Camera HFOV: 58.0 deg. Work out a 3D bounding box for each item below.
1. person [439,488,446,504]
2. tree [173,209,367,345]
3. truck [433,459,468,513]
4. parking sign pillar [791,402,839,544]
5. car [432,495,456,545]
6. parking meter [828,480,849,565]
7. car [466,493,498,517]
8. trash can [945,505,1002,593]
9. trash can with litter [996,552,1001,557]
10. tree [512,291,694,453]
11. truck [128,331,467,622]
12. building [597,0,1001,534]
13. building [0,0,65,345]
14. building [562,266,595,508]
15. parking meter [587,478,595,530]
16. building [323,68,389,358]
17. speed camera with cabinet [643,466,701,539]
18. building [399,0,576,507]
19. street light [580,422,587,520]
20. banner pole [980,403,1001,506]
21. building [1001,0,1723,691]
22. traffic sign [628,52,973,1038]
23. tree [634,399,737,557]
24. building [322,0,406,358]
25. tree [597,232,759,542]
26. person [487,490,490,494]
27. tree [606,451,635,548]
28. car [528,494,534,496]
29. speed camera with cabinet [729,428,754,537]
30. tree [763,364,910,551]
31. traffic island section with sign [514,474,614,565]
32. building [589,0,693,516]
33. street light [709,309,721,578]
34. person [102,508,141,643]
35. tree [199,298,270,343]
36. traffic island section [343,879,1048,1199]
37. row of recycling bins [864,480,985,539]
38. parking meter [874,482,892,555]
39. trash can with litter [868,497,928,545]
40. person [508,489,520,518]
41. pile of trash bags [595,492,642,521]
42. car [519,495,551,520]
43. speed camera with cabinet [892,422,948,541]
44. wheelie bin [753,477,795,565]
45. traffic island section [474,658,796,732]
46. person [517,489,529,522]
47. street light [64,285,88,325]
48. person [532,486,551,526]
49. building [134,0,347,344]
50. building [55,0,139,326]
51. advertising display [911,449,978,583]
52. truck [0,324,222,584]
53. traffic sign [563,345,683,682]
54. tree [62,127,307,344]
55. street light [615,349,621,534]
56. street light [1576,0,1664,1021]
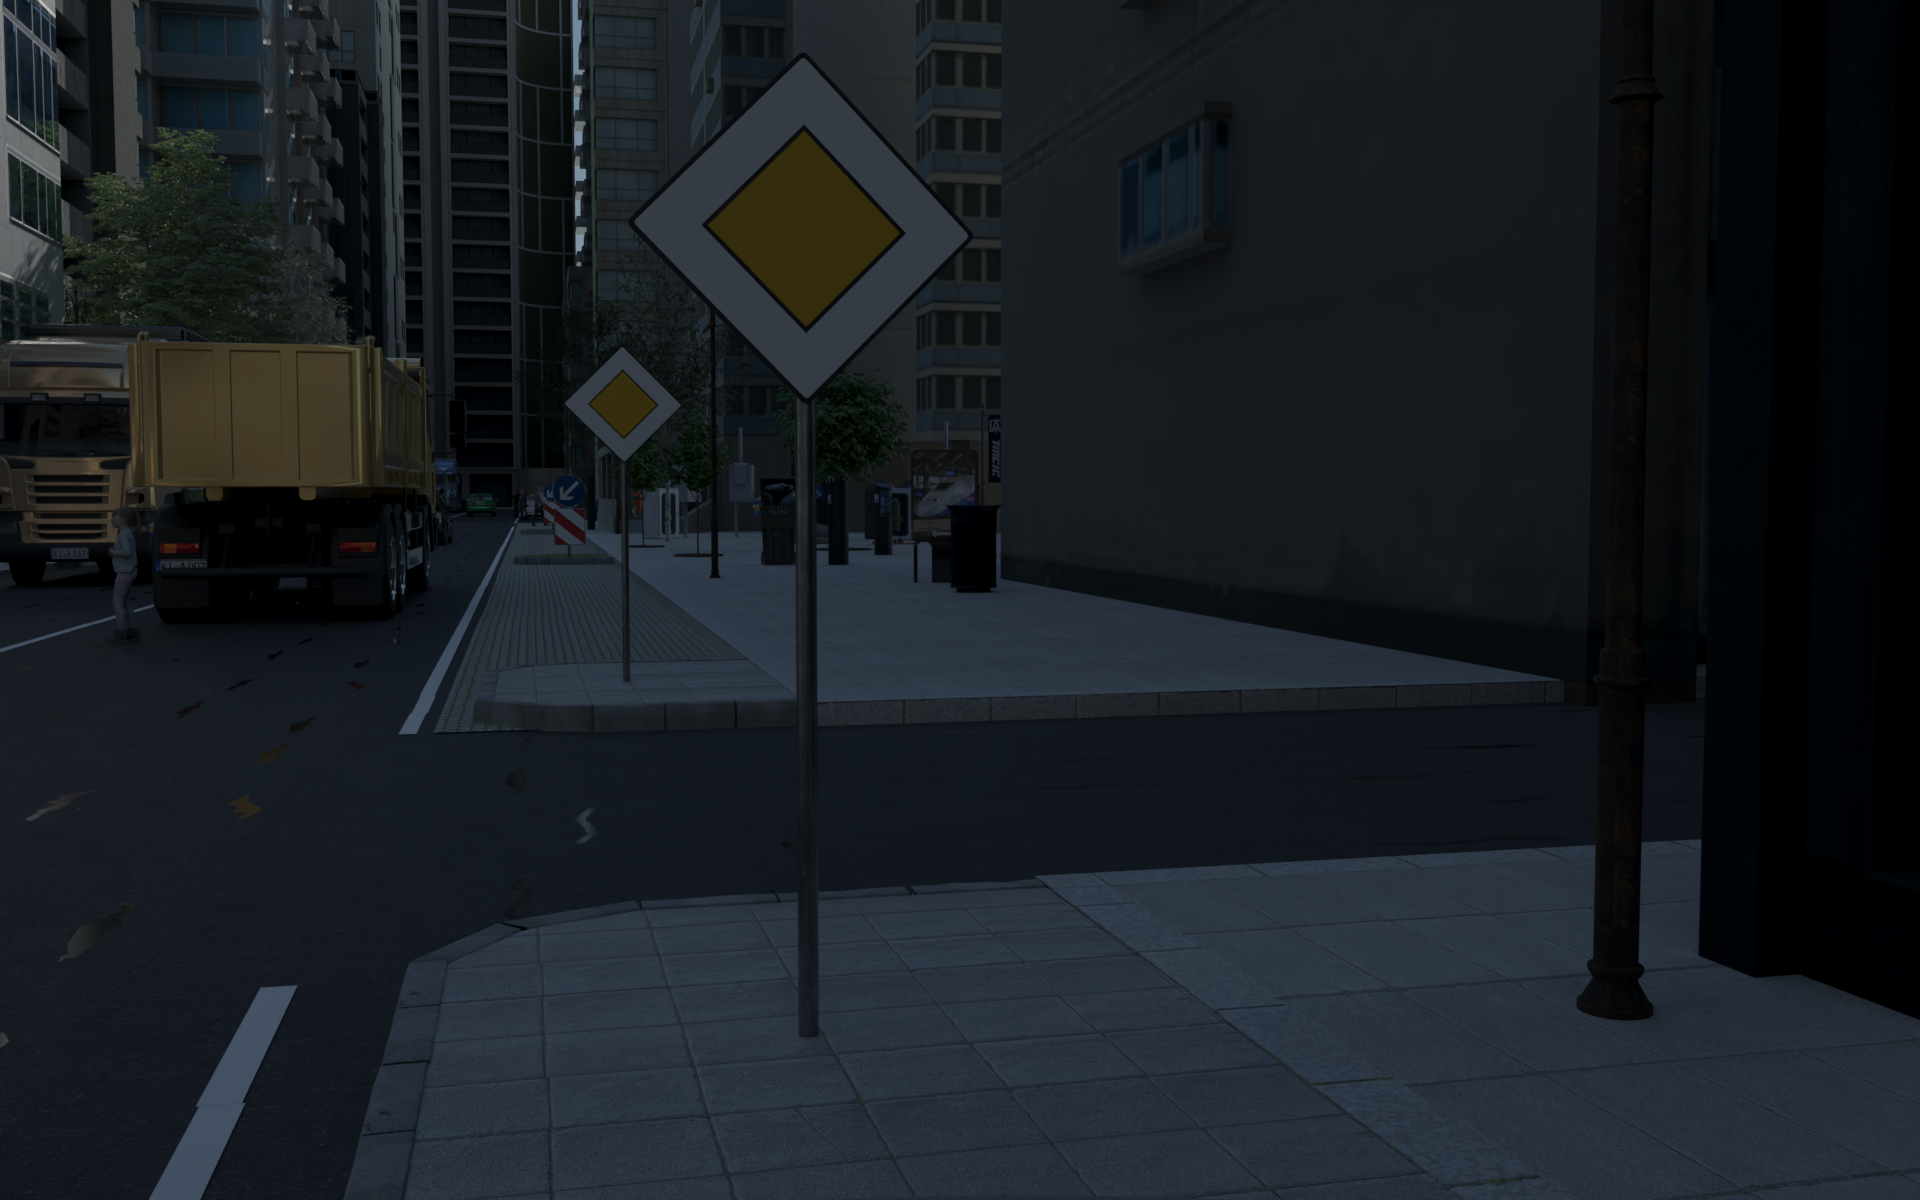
[{"bbox_3d":[-27.420,-5.068,92.087,0.721,1.735,1.217,-1,4,-14],"label":"person"},{"bbox_3d":[-30.225,-10.106,75.607,12.009,13.543,11.850,0,3,0],"label":"tree"},{"bbox_3d":[-40.556,-9.000,136.913,2.967,4.110,18.799,-1,4,-12],"label":"truck"},{"bbox_3d":[-3.721,-3.450,44.875,1.447,3.967,1.447,0,4,-3],"label":"parking sign pillar"},{"bbox_3d":[-15.521,-2.440,49.681,2.009,1.686,4.222,-1,4,-13],"label":"car"},{"bbox_3d":[-2.206,-1.406,31.406,0.372,1.533,0.369,0,3,0],"label":"parking meter"},{"bbox_3d":[-30.978,-6.321,112.151,1.959,1.807,4.718,-1,4,-13],"label":"car"},{"bbox_3d":[0.178,-0.673,22.654,0.748,1.137,0.748,0,3,0],"label":"trash can"},{"bbox_3d":[1.139,-1.515,35.823,1.678,1.210,2.233,1,4,14],"label":"trash can with litter"},{"bbox_3d":[-15.980,-8.844,79.007,8.767,10.594,7.601,-1,4,-17],"label":"tree"},{"bbox_3d":[-8.573,-1.667,23.174,3.469,3.379,9.791,-1,4,-13],"label":"truck"},{"bbox_3d":[2.628,-22.885,66.046,32.217,40.220,23.993,-1,4,-14],"label":"building"},{"bbox_3d":[-88.168,-50.201,133.460,31.000,86.520,22.319,-1,4,-14],"label":"building"},{"bbox_3d":[-19.630,-18.569,148.642,27.650,21.520,28.899,-1,4,-14],"label":"building"},{"bbox_3d":[-13.209,-3.443,61.997,0.255,1.863,0.399,-1,4,-18],"label":"parking meter"},{"bbox_3d":[-46.589,-21.125,117.100,14.160,30.474,14.107,-1,4,-14],"label":"building"},{"bbox_3d":[-8.285,-3.401,49.936,0.660,3.252,2.038,2,4,28],"label":"speed camera with cabinet"},{"bbox_3d":[-48.957,-44.922,172.732,20.611,71.187,20.563,-1,4,-14],"label":"building"},{"bbox_3d":[-18.335,-6.854,84.850,0.468,5.910,1.993,-1,4,-14],"label":"street light"},{"bbox_3d":[0.849,-3.547,48.016,0.863,3.779,0.401,-1,4,-15],"label":"banner pole"},{"bbox_3d":[11.851,-24.424,23.030,21.600,48.544,21.300,-1,4,-14],"label":"building"},{"bbox_3d":[-0.362,-0.025,4.045,0.795,2.450,0.064,-1,4,-14],"label":"traffic sign"},{"bbox_3d":[-5.532,-2.507,35.592,1.663,3.219,1.824,0,3,0],"label":"tree"},{"bbox_3d":[-59.075,-33.605,138.674,27.495,52.752,28.713,-1,4,-14],"label":"building"},{"bbox_3d":[-7.595,-5.860,46.166,4.360,8.622,3.978,0,3,0],"label":"tree"},{"bbox_3d":[-36.103,-7.528,132.305,0.721,1.735,1.217,2,4,26],"label":"person"},{"bbox_3d":[-7.545,-2.885,41.763,1.663,3.219,1.824,0,3,0],"label":"tree"},{"bbox_3d":[-37.323,-8.691,152.316,2.015,1.641,3.980,-1,4,-14],"label":"car"},{"bbox_3d":[-5.832,-3.511,51.737,2.038,3.252,0.660,0,4,2],"label":"speed camera with cabinet"},{"bbox_3d":[-2.822,-3.423,39.684,4.285,4.588,4.351,0,3,0],"label":"tree"},{"bbox_3d":[-8.189,-1.659,35.758,1.989,1.847,2.006,-1,4,-14],"label":"traffic island section with sign"},{"bbox_3d":[-13.118,-25.157,94.906,14.154,41.232,14.086,-1,4,-14],"label":"building"},{"bbox_3d":[-3.741,-3.271,26.264,0.468,5.910,1.993,-1,4,-14],"label":"street light"},{"bbox_3d":[-8.098,-0.241,16.725,0.394,1.301,0.425,-3,5,-40],"label":"person"},{"bbox_3d":[-26.917,-6.875,62.773,4.360,8.622,3.978,0,3,0],"label":"tree"},{"bbox_3d":[-0.341,1.110,4.128,2.009,0.180,2.903,-1,4,-14],"label":"traffic island section"},{"bbox_3d":[-1.022,-2.604,49.681,3.534,1.692,1.069,-1,4,-20],"label":"row of recycling bins"},{"bbox_3d":[-1.615,-1.714,36.436,0.372,1.533,0.369,0,3,0],"label":"parking meter"},{"bbox_3d":[-1.361,-2.021,44.095,2.233,1.210,1.678,-1,4,-13],"label":"trash can with litter"},{"bbox_3d":[-26.447,-5.734,103.066,1.217,1.723,0.721,3,4,36],"label":"person"},{"bbox_3d":[-16.130,-4.454,82.575,1.912,1.369,3.447,2,4,25],"label":"pile of trash bags"},{"bbox_3d":[-23.616,-5.180,97.059,2.083,1.381,4.827,-1,4,-16],"label":"car"},{"bbox_3d":[-1.086,-3.261,47.646,2.038,3.252,0.660,1,4,23],"label":"speed camera with cabinet"},{"bbox_3d":[-3.264,-1.438,31.425,0.980,1.594,0.693,0,4,-6],"label":"wheelie bin"},{"bbox_3d":[-2.264,0.636,11.879,2.009,0.180,2.903,-1,4,-14],"label":"traffic island section"},{"bbox_3d":[-22.756,-4.939,90.172,0.541,1.710,0.530,3,5,43],"label":"person"},{"bbox_3d":[-19.584,-4.021,38.538,0.468,5.910,1.993,-1,4,-14],"label":"street light"},{"bbox_3d":[-18.665,-4.170,77.072,0.834,1.777,0.661,0,4,3],"label":"person"},{"bbox_3d":[-46.044,-29.000,93.756,23.786,49.044,30.456,-1,4,-14],"label":"building"},{"bbox_3d":[-37.113,-17.594,59.360,14.160,30.474,14.107,-1,4,-14],"label":"building"},{"bbox_3d":[-0.223,-1.211,25.017,0.974,1.923,0.123,1,4,9],"label":"advertising display"},{"bbox_3d":[-14.710,-2.575,31.017,2.839,4.237,11.283,-1,4,-14],"label":"truck"},{"bbox_3d":[-2.285,-0.499,11.796,0.795,2.450,0.064,-1,4,-14],"label":"traffic sign"},{"bbox_3d":[-24.112,-8.298,53.802,7.486,12.596,7.792,0,3,0],"label":"tree"},{"bbox_3d":[-10.962,-5.050,55.357,0.468,5.910,1.993,-1,4,-14],"label":"street light"},{"bbox_3d":[1.628,-1.917,4.128,0.468,5.910,1.993,-1,4,-14],"label":"street light"}]
